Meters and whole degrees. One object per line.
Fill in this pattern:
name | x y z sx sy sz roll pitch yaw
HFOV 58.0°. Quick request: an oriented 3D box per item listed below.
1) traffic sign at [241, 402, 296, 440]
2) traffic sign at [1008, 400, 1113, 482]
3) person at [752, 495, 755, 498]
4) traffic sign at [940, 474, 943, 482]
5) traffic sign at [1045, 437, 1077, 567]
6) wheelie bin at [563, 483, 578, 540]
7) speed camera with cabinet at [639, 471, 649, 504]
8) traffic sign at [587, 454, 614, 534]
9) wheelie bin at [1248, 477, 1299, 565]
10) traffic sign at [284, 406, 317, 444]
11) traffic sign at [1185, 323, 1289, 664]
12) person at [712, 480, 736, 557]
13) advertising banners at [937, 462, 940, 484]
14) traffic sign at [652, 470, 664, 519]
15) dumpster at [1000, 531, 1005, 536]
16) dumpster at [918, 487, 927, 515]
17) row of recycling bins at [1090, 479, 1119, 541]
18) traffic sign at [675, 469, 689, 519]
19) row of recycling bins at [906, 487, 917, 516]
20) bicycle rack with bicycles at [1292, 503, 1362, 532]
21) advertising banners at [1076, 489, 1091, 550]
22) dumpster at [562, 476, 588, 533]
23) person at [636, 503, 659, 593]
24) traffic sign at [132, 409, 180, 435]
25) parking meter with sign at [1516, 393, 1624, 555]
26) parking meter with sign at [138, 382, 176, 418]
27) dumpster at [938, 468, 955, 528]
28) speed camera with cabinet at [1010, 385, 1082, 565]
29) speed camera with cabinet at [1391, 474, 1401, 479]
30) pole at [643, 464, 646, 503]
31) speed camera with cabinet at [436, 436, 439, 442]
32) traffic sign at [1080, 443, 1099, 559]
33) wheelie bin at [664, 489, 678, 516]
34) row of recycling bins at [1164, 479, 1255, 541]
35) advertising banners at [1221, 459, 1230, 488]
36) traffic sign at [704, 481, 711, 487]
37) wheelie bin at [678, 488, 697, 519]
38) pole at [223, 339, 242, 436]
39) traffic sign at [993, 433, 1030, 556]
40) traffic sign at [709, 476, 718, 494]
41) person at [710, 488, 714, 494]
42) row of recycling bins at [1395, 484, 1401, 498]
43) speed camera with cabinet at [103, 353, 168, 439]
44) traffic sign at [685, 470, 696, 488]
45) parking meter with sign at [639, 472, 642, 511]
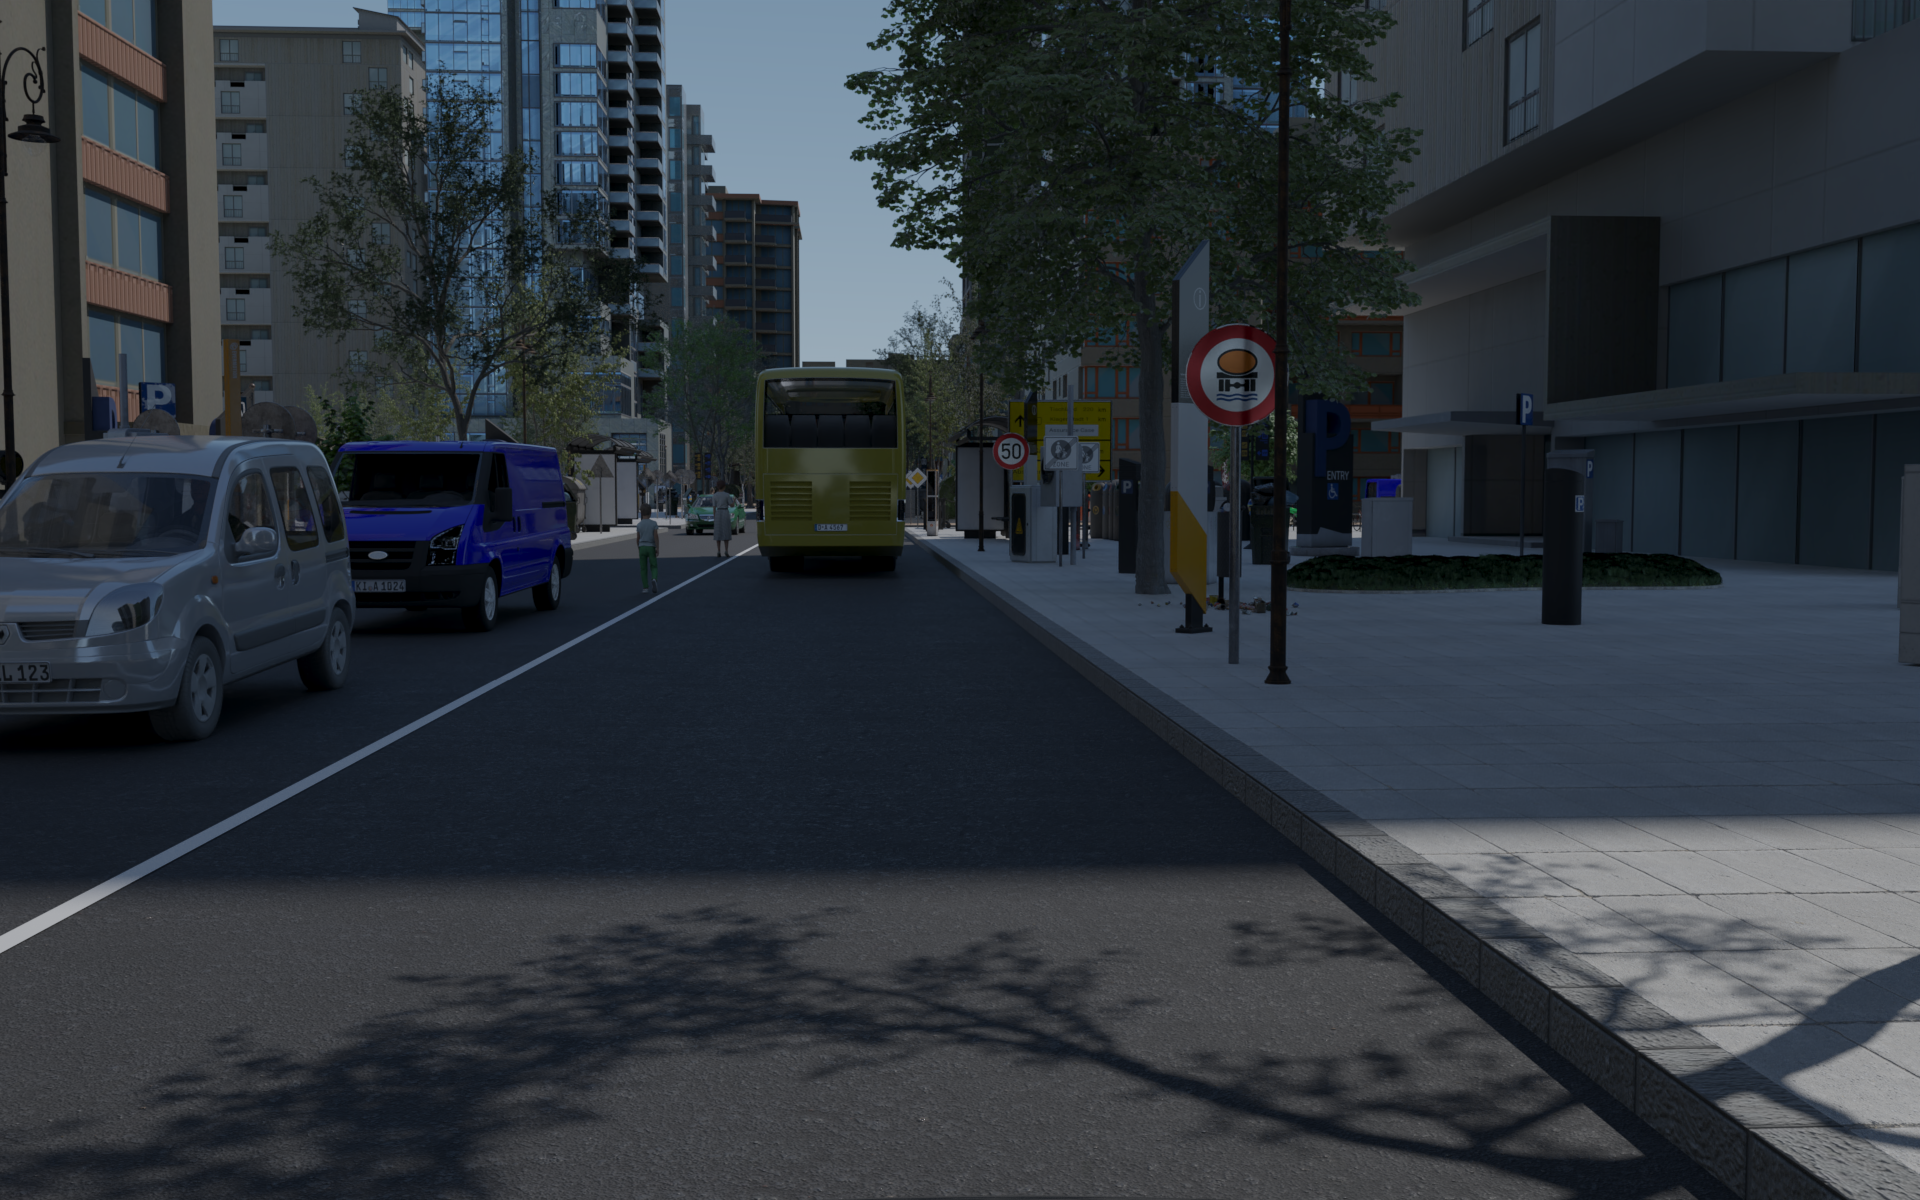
traffic sign | -9.551 -1.455 23.900 0.768 2.556 0.104 0 4 -2
traffic sign | 2.161 -2.665 37.447 2.265 3.308 0.079 0 4 -2
person | -27.551 -13.413 227.880 0.705 1.814 1.350 3 4 37
traffic sign | -1.337 -6.560 107.357 0.768 2.556 0.104 0 4 -3
traffic sign | 1.777 -1.738 30.544 0.606 2.300 0.079 0 4 2
wheelie bin | -11.051 -2.470 48.299 0.693 1.594 0.980 -2 4 -27
speed camera with cabinet | -26.882 -9.277 146.012 0.660 3.252 2.038 1 4 13
traffic sign | -11.603 -3.420 55.921 0.884 2.594 0.081 0 4 3
wheelie bin | 5.673 -1.445 31.526 0.980 1.594 0.693 2 4 25
traffic sign | -9.661 -1.524 25.018 0.768 2.556 0.104 0 4 1
traffic sign | 2.072 -0.790 13.029 0.768 2.556 0.104 0 4 4
person | -5.360 -1.855 39.391 0.480 1.755 0.524 1 4 8
advertising banners | -1.006 -5.891 92.509 0.090 3.025 2.074 -1 4 -10
traffic sign | -15.889 -5.551 90.864 0.768 2.556 0.104 0 4 1
dumpster | 0.880 -2.818 51.826 1.264 1.857 1.865 0 4 -3
dumpster | -1.955 -6.121 105.832 1.264 1.857 1.865 0 4 -3
row of recycling bins | 4.462 -2.539 48.629 1.069 1.692 3.534 -1 4 -9
traffic sign | -14.131 -5.376 88.010 0.768 2.556 0.104 0 4 -3
row of recycling bins | -3.136 -5.910 103.734 1.069 1.692 3.534 0 4 -5
bicycle rack with bicycles | 12.774 -2.851 59.996 2.852 0.926 2.925 0 4 -6
advertising banners | 2.683 -2.653 39.556 0.090 3.025 2.074 1 4 19
dumpster | -13.009 -3.133 56.985 1.264 1.857 1.865 0 4 -4
person | -4.489 -0.745 24.930 0.306 1.304 0.590 -1 4 -20
traffic sign | -12.015 -1.576 25.874 0.768 2.556 0.104 0 4 5
parking meter with sign | 10.431 -2.039 29.605 1.738 3.016 0.543 3 5 40
parking meter with sign | -13.200 -1.921 27.671 1.738 3.016 0.543 3 4 38
dumpster | -0.079 -3.839 65.259 1.502 2.255 1.985 0 4 -4
speed camera with cabinet | 1.573 -2.306 32.045 0.660 3.252 2.038 -1 4 -22
speed camera with cabinet | 31.124 -7.762 121.245 2.038 3.252 0.660 0 4 6
pole | -21.582 -7.625 118.518 0.158 3.312 0.155 0 3 0
speed camera with cabinet | -17.782 -3.939 58.745 0.660 3.252 2.038 0 4 5
traffic sign | 2.452 -1.966 34.273 0.606 2.300 0.079 0 4 2
wheelie bin | -17.237 -5.859 103.703 0.693 1.594 0.980 3 4 38
row of recycling bins | 7.274 -2.499 47.967 3.534 1.692 1.069 2 4 32
advertising banners | 12.007 -4.795 74.590 0.090 3.025 2.074 -3 5 -42
traffic sign | -17.872 -7.558 123.674 0.768 2.556 0.104 0 4 6
wheelie bin | -14.085 -5.049 90.462 0.693 1.594 0.980 -2 4 -28
pole | -9.595 -1.778 22.906 0.158 3.312 0.155 0 3 0
traffic sign | 1.063 -2.196 36.009 0.768 2.556 0.104 0 4 1
traffic sign | -17.321 -7.421 121.433 0.768 2.556 0.104 0 4 6
person | -10.392 -3.862 72.646 0.512 1.701 0.522 2 4 23
row of recycling bins | 16.717 -3.412 62.901 1.069 1.692 3.534 3 4 36
speed camera with cabinet | -11.085 -1.837 24.374 2.038 3.252 0.660 2 4 24
traffic sign | -14.300 -5.572 91.202 0.768 2.556 0.104 0 4 2
parking meter with sign | -25.049 -8.447 134.375 0.543 3.016 1.738 2 4 25
